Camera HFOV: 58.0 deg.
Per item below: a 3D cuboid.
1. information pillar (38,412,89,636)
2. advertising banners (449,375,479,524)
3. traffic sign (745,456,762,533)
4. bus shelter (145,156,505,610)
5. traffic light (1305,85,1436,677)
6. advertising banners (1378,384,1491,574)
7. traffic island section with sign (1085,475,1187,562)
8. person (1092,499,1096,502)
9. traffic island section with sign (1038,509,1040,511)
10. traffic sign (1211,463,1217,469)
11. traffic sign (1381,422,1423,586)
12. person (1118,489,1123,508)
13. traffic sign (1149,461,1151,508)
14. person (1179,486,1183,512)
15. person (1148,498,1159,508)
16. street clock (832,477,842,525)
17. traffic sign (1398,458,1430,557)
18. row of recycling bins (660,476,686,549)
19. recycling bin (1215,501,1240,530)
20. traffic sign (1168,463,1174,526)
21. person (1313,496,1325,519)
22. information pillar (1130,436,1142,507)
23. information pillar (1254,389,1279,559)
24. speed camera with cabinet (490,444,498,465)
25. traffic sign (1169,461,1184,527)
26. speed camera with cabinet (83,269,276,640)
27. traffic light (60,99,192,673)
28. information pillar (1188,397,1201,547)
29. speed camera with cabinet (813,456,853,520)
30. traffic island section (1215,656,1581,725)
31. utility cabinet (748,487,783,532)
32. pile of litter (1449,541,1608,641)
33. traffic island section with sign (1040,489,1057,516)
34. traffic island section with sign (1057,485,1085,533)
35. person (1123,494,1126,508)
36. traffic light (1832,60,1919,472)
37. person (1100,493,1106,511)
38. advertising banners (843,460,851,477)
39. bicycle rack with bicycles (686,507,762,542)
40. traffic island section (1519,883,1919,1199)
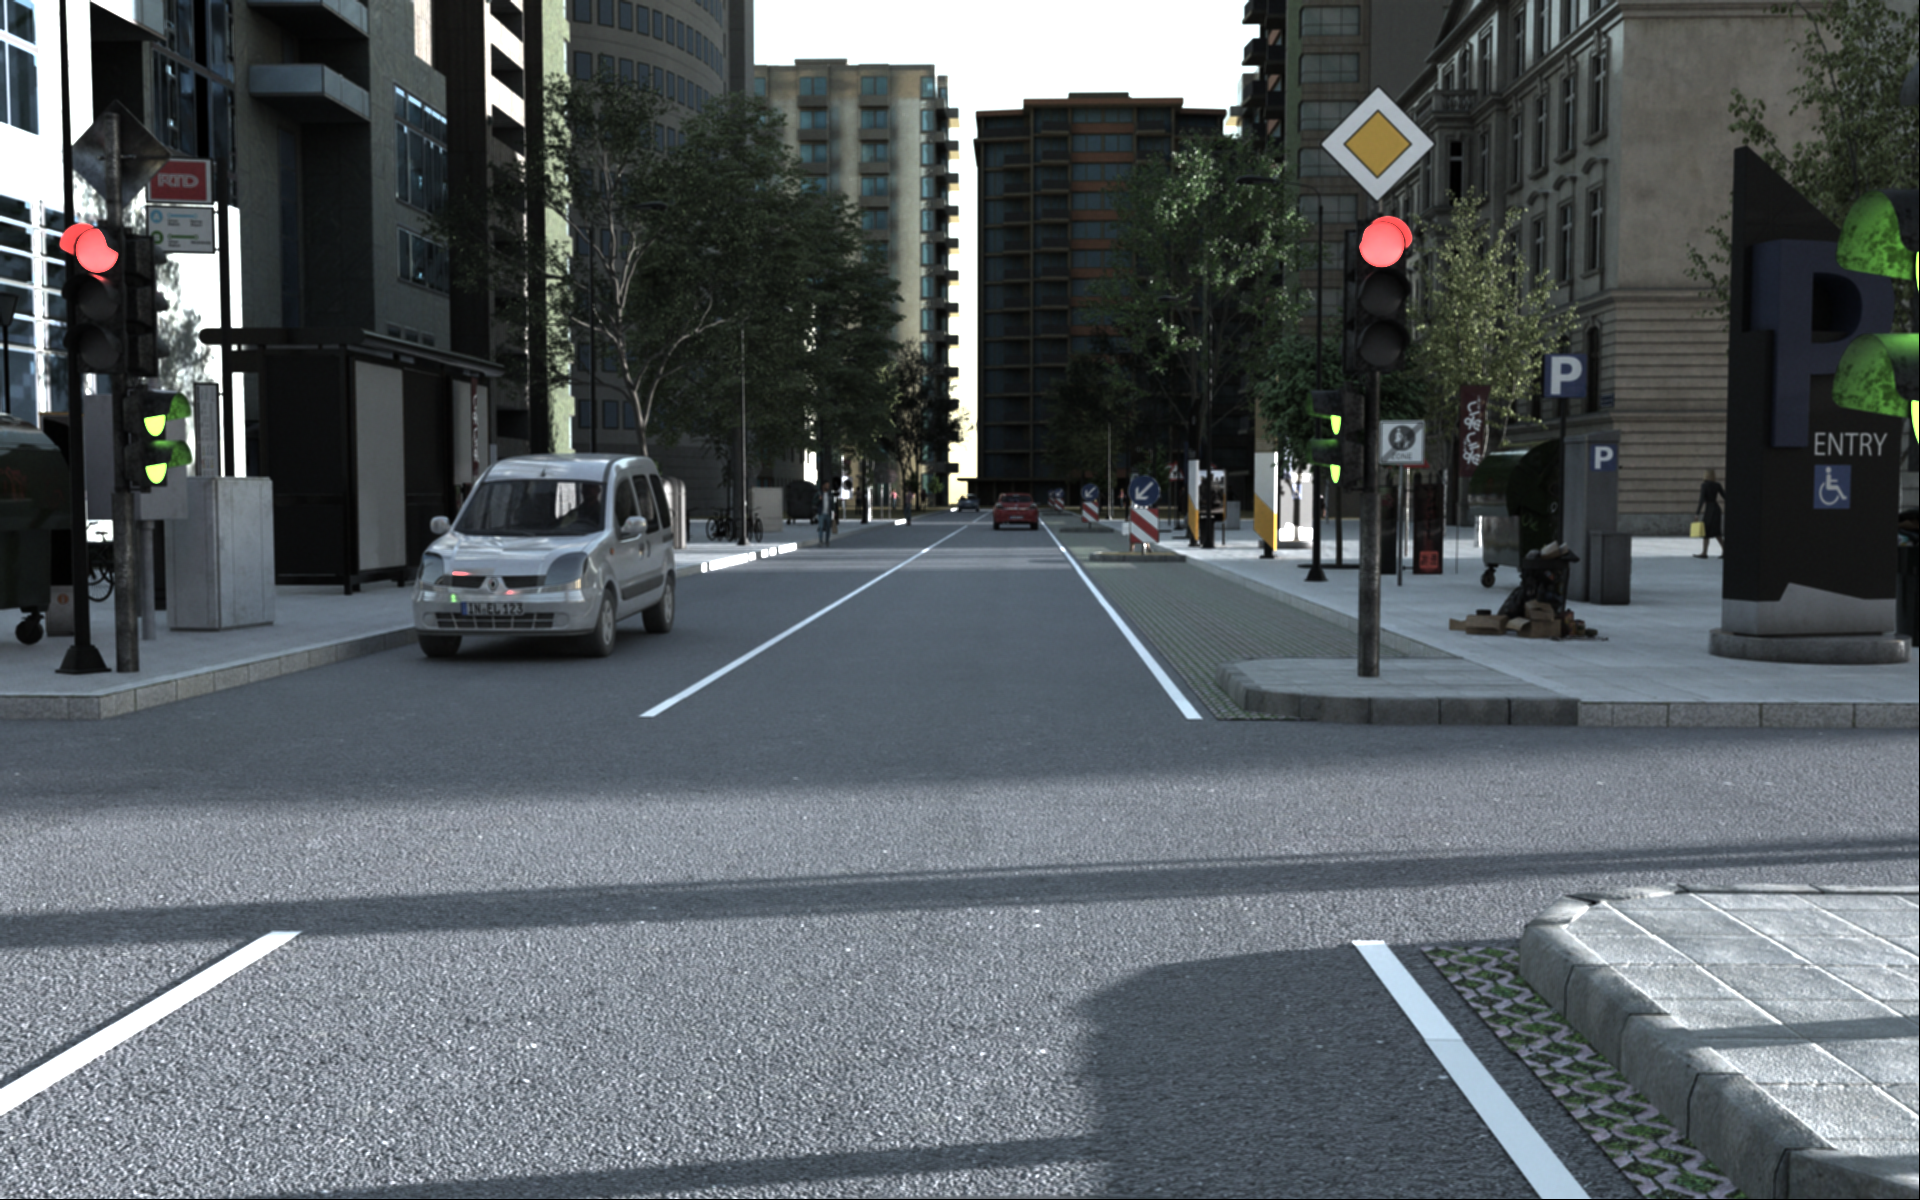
[{"bbox_3d":[-8.119,-0.686,15.708,0.304,2.012,0.304,-1,4,-14],"label":"information pillar"},{"bbox_3d":[-7.145,-1.767,25.074,0.090,3.025,2.074,0,4,-5],"label":"advertising banners"},{"bbox_3d":[-6.847,-3.456,56.604,0.768,2.556,0.104,0,4,8],"label":"traffic sign"},{"bbox_3d":[-8.480,-2.793,23.293,2.179,5.291,8.768,0,4,2],"label":"bus shelter"},{"bbox_3d":[2.862,-1.418,12.102,0.839,4.253,0.868,0,4,2],"label":"traffic light"},{"bbox_3d":[7.461,-1.924,27.648,2.074,3.025,0.090,0,4,-7],"label":"advertising banners"},{"bbox_3d":[3.781,-1.742,37.109,1.989,1.847,2.006,0,4,2],"label":"traffic island section with sign"},{"bbox_3d":[12.537,-9.478,161.744,1.217,1.736,0.721,1,4,19],"label":"person"},{"bbox_3d":[7.419,-8.180,142.364,1.989,1.847,2.006,0,4,2],"label":"traffic island section with sign"},{"bbox_3d":[10.062,-4.284,70.154,0.768,2.556,0.104,1,4,9],"label":"traffic sign"},{"bbox_3d":[6.144,-1.346,24.141,0.606,2.300,0.079,1,4,11],"label":"traffic sign"},{"bbox_3d":[14.677,-9.287,158.610,0.721,1.743,1.217,-1,4,-11],"label":"person"},{"bbox_3d":[7.401,-4.129,67.514,0.884,2.594,0.081,0,4,5],"label":"traffic sign"},{"bbox_3d":[15.782,-7.189,123.526,0.705,1.831,1.348,0,4,6],"label":"person"},{"bbox_3d":[15.806,-8.450,143.837,1.348,1.869,0.705,1,4,10],"label":"person"},{"bbox_3d":[-5.164,-4.142,72.288,0.471,2.002,0.358,0,4,2],"label":"street clock"},{"bbox_3d":[9.136,-2.165,35.409,0.884,2.594,0.081,0,4,7],"label":"traffic sign"},{"bbox_3d":[-7.189,-1.964,39.226,1.069,1.692,3.534,1,4,17],"label":"row of recycling bins"},{"bbox_3d":[9.591,-3.042,62.296,0.722,1.027,0.722,-2,4,-33],"label":"recycling bin"},{"bbox_3d":[8.505,-4.293,70.295,0.768,2.556,0.104,0,4,7],"label":"traffic sign"},{"bbox_3d":[18.822,-4.984,90.728,0.799,1.438,0.628,1,4,21],"label":"person"},{"bbox_3d":[7.073,-4.776,69.439,0.504,3.616,0.183,0,4,3],"label":"information pillar"},{"bbox_3d":[6.094,-2.635,34.443,0.504,3.616,0.183,3,5,40],"label":"information pillar"},{"bbox_3d":[-8.164,-2.169,29.806,0.660,3.252,2.038,-2,4,-24],"label":"speed camera with cabinet"},{"bbox_3d":[8.437,-4.146,67.786,0.884,2.594,0.081,0,4,5],"label":"traffic sign"},{"bbox_3d":[-7.178,-1.326,16.011,0.660,3.252,2.038,1,4,10],"label":"speed camera with cabinet"},{"bbox_3d":[-5.994,-1.436,12.392,0.839,4.253,0.868,0,4,2],"label":"traffic light"},{"bbox_3d":[5.693,-3.107,42.154,0.183,3.616,0.504,-1,4,-15],"label":"information pillar"},{"bbox_3d":[-6.292,-5.597,85.853,2.038,3.252,0.660,-3,5,-40],"label":"speed camera with cabinet"},{"bbox_3d":[2.902,0.616,12.215,2.009,0.180,2.903,0,4,2],"label":"traffic island section"},{"bbox_3d":[-6.498,-3.008,57.857,1.173,1.500,0.318,-3,5,-40],"label":"utility cabinet"},{"bbox_3d":[5.187,-0.116,15.866,1.176,0.858,1.719,0,4,-5],"label":"pile of litter"},{"bbox_3d":[6.474,-6.515,115.153,1.989,1.847,2.006,0,4,2],"label":"traffic island section with sign"},{"bbox_3d":[4.735,-3.437,64.824,1.989,1.847,2.006,0,4,2],"label":"traffic island section with sign"},{"bbox_3d":[15.463,-9.307,161.439,0.421,1.427,0.697,-2,4,-28],"label":"person"},{"bbox_3d":[2.585,-0.930,4.122,0.839,4.253,0.868,0,4,2],"label":"traffic light"},{"bbox_3d":[10.522,-7.540,129.335,0.705,1.823,1.348,-1,4,-20],"label":"person"},{"bbox_3d":[-6.564,-5.629,88.214,2.074,3.025,0.090,0,4,5],"label":"advertising banners"},{"bbox_3d":[-6.682,-2.042,46.767,2.852,0.926,2.925,-1,4,-16],"label":"bicycle rack with bicycles"},{"bbox_3d":[2.625,1.104,4.235,2.009,0.180,2.903,0,4,2],"label":"traffic island section"}]
